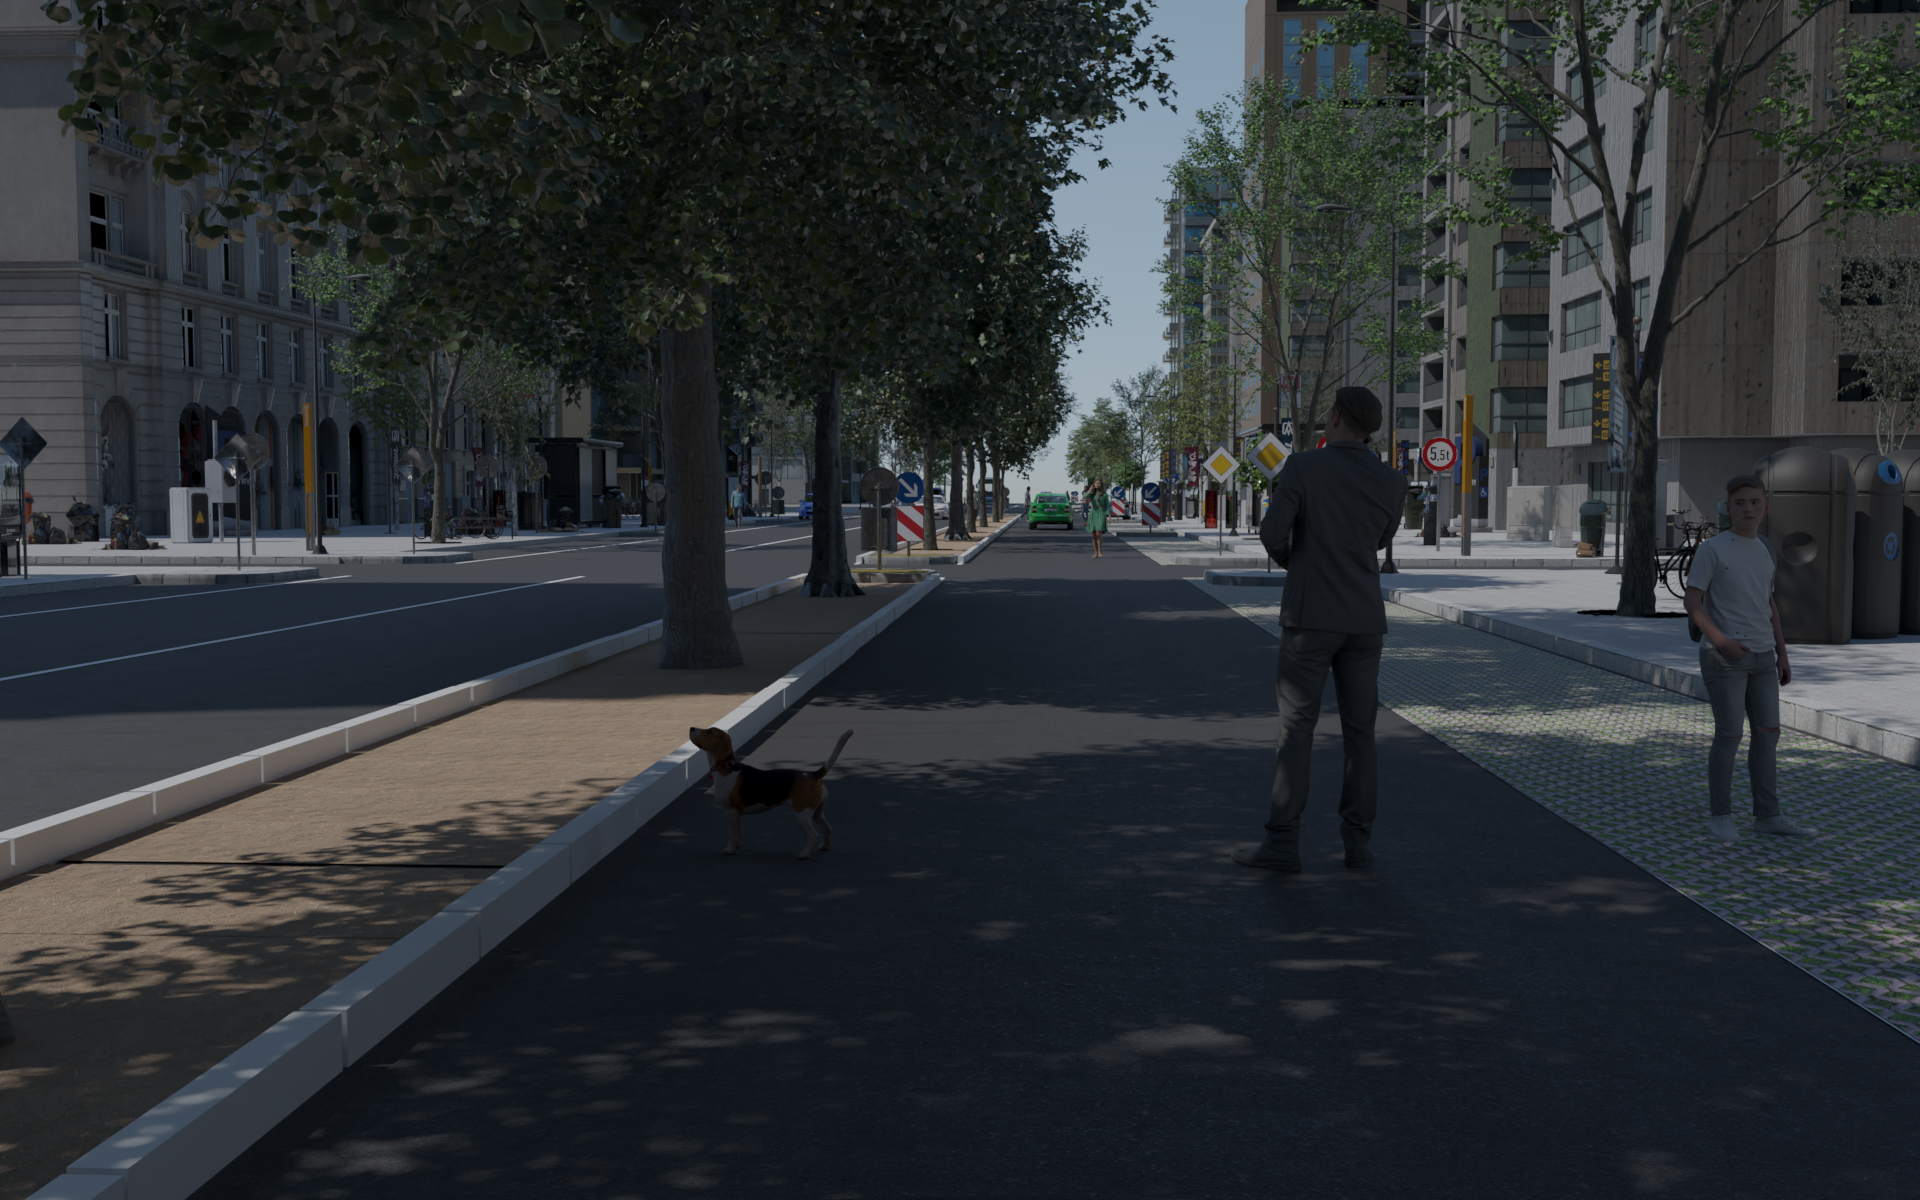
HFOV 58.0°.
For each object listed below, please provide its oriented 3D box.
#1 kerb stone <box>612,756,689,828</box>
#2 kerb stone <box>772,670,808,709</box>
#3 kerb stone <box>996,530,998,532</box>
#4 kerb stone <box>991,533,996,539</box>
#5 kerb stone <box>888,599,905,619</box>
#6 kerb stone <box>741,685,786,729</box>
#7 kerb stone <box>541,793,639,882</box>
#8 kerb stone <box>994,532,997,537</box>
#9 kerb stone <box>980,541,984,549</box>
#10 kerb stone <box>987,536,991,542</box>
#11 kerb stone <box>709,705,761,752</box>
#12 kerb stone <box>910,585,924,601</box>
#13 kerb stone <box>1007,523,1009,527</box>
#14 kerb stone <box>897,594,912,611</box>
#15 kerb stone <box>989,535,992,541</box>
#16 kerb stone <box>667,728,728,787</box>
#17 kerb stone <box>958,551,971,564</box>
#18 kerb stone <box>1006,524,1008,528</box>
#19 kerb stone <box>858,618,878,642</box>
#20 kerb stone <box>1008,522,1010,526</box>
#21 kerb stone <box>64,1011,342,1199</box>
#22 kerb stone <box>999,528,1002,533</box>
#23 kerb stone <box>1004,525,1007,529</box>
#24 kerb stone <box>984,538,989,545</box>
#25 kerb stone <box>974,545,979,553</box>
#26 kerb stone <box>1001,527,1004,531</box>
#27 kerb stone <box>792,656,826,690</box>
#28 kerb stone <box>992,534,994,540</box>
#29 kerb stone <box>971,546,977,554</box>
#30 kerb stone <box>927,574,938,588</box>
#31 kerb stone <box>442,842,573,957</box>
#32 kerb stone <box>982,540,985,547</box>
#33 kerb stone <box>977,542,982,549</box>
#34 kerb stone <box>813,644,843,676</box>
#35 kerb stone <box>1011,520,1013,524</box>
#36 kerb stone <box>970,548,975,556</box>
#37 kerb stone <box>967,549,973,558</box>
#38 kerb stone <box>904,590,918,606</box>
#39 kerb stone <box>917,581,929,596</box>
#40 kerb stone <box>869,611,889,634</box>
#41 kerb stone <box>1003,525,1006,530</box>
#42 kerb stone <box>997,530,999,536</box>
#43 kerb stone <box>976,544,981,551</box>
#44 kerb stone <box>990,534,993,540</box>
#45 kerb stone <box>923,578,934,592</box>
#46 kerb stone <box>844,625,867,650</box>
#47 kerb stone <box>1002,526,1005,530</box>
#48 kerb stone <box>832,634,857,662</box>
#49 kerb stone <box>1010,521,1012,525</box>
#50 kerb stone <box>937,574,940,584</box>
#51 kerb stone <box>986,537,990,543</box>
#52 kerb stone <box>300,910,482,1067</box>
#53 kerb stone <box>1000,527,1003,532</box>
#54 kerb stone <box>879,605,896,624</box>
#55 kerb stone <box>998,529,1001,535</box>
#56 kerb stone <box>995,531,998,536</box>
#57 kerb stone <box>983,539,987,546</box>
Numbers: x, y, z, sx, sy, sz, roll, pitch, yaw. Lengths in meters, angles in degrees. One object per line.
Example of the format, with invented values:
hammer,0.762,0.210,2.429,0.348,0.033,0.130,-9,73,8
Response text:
kerb stone,-1.413,0.875,7.892,0.120,0.150,1.000,0,4,3
kerb stone,-1.196,0.628,11.989,0.120,0.150,1.000,0,4,3
kerb stone,1.096,-2.103,56.577,0.120,0.150,1.000,0,4,3
kerb stone,0.944,-1.915,53.513,0.120,0.150,1.000,0,4,3
kerb stone,-0.773,0.123,20.181,0.120,0.150,1.000,0,4,3
kerb stone,-1.251,0.687,10.961,0.120,0.150,1.000,0,4,3
kerb stone,-1.462,0.938,6.867,0.120,0.150,1.000,0,4,3
kerb stone,0.997,-1.978,54.535,0.120,0.150,1.000,0,4,3
kerb stone,0.469,-1.352,44.303,0.120,0.150,1.000,0,4,3
kerb stone,0.733,-1.666,49.429,0.120,0.150,1.000,0,4,3
kerb stone,-1.299,0.750,9.934,0.120,0.150,1.000,0,4,3
kerb stone,-0.613,-0.065,23.252,0.120,0.150,1.000,0,4,3
kerb stone,1.836,-2.980,70.918,0.120,0.150,1.000,0,4,3
kerb stone,-0.722,0.061,21.202,0.120,0.150,1.000,0,4,3
kerb stone,0.778,-1.728,50.451,0.120,0.150,1.000,0,4,3
kerb stone,-1.358,0.815,8.913,0.120,0.150,1.000,0,4,3
kerb stone,0.098,-0.910,37.115,0.120,0.150,1.000,0,4,3
kerb stone,1.728,-2.855,68.877,0.120,0.150,1.000,0,4,3
kerb stone,-0.940,0.311,17.113,0.120,0.150,1.000,0,4,3
kerb stone,1.943,-3.100,72.959,0.120,0.150,1.000,0,4,3
kerb stone,-1.620,1.127,3.804,0.120,0.150,1.000,0,4,3
kerb stone,1.315,-2.354,60.680,0.120,0.150,1.000,0,4,3
kerb stone,1.632,-2.730,66.831,0.120,0.150,1.000,0,4,3
kerb stone,0.635,-1.536,47.378,0.120,0.150,1.000,0,4,3
kerb stone,0.310,-1.164,41.224,0.120,0.150,1.000,0,4,3
kerb stone,1.420,-2.473,62.734,0.120,0.150,1.000,0,4,3
kerb stone,-1.148,0.561,13.020,0.120,0.150,1.000,0,4,3
kerb stone,0.890,-1.849,52.493,0.120,0.150,1.000,0,4,3
kerb stone,0.256,-1.101,40.202,0.120,0.150,1.000,0,4,3
kerb stone,-0.462,-0.252,26.321,0.120,0.150,1.000,0,4,3
kerb stone,-1.513,1.000,5.846,0.120,0.150,1.000,0,4,3
kerb stone,0.521,-1.415,45.330,0.120,0.150,1.000,0,4,3
kerb stone,0.419,-1.290,43.283,0.120,0.150,1.000,0,4,3
kerb stone,-1.090,0.498,14.049,0.120,0.150,1.000,0,4,3
kerb stone,2.201,-3.418,78.072,0.120,0.150,1.000,0,4,3
kerb stone,0.210,-1.034,39.173,0.120,0.150,1.000,0,4,3
kerb stone,0.156,-0.975,38.140,0.120,0.150,1.000,0,4,3
kerb stone,-0.667,0.001,22.223,0.120,0.150,1.000,0,4,3
kerb stone,-0.570,-0.127,24.274,0.120,0.150,1.000,0,4,3
kerb stone,-0.877,0.248,18.133,0.120,0.150,1.000,0,4,3
kerb stone,1.576,-2.665,65.811,0.120,0.150,1.000,0,4,3
kerb stone,1.152,-2.158,57.602,0.120,0.150,1.000,0,4,3
kerb stone,0.365,-1.223,42.259,0.120,0.150,1.000,0,4,3
kerb stone,0.836,-1.791,51.472,0.120,0.150,1.000,0,4,3
kerb stone,-0.513,-0.182,25.301,0.120,0.150,1.000,0,4,3
kerb stone,-0.997,0.373,16.092,0.120,0.150,1.000,0,4,3
kerb stone,1.475,-2.540,63.770,0.120,0.150,1.000,0,4,3
kerb stone,-1.034,0.438,15.070,0.120,0.150,1.000,0,4,3
kerb stone,2.099,-3.292,76.027,0.120,0.150,1.000,0,4,3
kerb stone,-0.406,-0.315,27.342,0.120,0.150,1.000,0,4,3
kerb stone,0.682,-1.599,48.409,0.120,0.150,1.000,0,4,3
kerb stone,-1.564,1.065,4.825,0.120,0.150,1.000,0,4,3
kerb stone,1.363,-2.417,61.713,0.120,0.150,1.000,0,4,3
kerb stone,-0.835,0.187,19.155,0.120,0.150,1.000,0,4,3
kerb stone,1.214,-2.225,58.635,0.120,0.150,1.000,0,4,3
kerb stone,1.049,-2.037,55.556,0.120,0.150,1.000,0,4,3
kerb stone,0.568,-1.478,46.358,0.120,0.150,1.000,0,4,3
